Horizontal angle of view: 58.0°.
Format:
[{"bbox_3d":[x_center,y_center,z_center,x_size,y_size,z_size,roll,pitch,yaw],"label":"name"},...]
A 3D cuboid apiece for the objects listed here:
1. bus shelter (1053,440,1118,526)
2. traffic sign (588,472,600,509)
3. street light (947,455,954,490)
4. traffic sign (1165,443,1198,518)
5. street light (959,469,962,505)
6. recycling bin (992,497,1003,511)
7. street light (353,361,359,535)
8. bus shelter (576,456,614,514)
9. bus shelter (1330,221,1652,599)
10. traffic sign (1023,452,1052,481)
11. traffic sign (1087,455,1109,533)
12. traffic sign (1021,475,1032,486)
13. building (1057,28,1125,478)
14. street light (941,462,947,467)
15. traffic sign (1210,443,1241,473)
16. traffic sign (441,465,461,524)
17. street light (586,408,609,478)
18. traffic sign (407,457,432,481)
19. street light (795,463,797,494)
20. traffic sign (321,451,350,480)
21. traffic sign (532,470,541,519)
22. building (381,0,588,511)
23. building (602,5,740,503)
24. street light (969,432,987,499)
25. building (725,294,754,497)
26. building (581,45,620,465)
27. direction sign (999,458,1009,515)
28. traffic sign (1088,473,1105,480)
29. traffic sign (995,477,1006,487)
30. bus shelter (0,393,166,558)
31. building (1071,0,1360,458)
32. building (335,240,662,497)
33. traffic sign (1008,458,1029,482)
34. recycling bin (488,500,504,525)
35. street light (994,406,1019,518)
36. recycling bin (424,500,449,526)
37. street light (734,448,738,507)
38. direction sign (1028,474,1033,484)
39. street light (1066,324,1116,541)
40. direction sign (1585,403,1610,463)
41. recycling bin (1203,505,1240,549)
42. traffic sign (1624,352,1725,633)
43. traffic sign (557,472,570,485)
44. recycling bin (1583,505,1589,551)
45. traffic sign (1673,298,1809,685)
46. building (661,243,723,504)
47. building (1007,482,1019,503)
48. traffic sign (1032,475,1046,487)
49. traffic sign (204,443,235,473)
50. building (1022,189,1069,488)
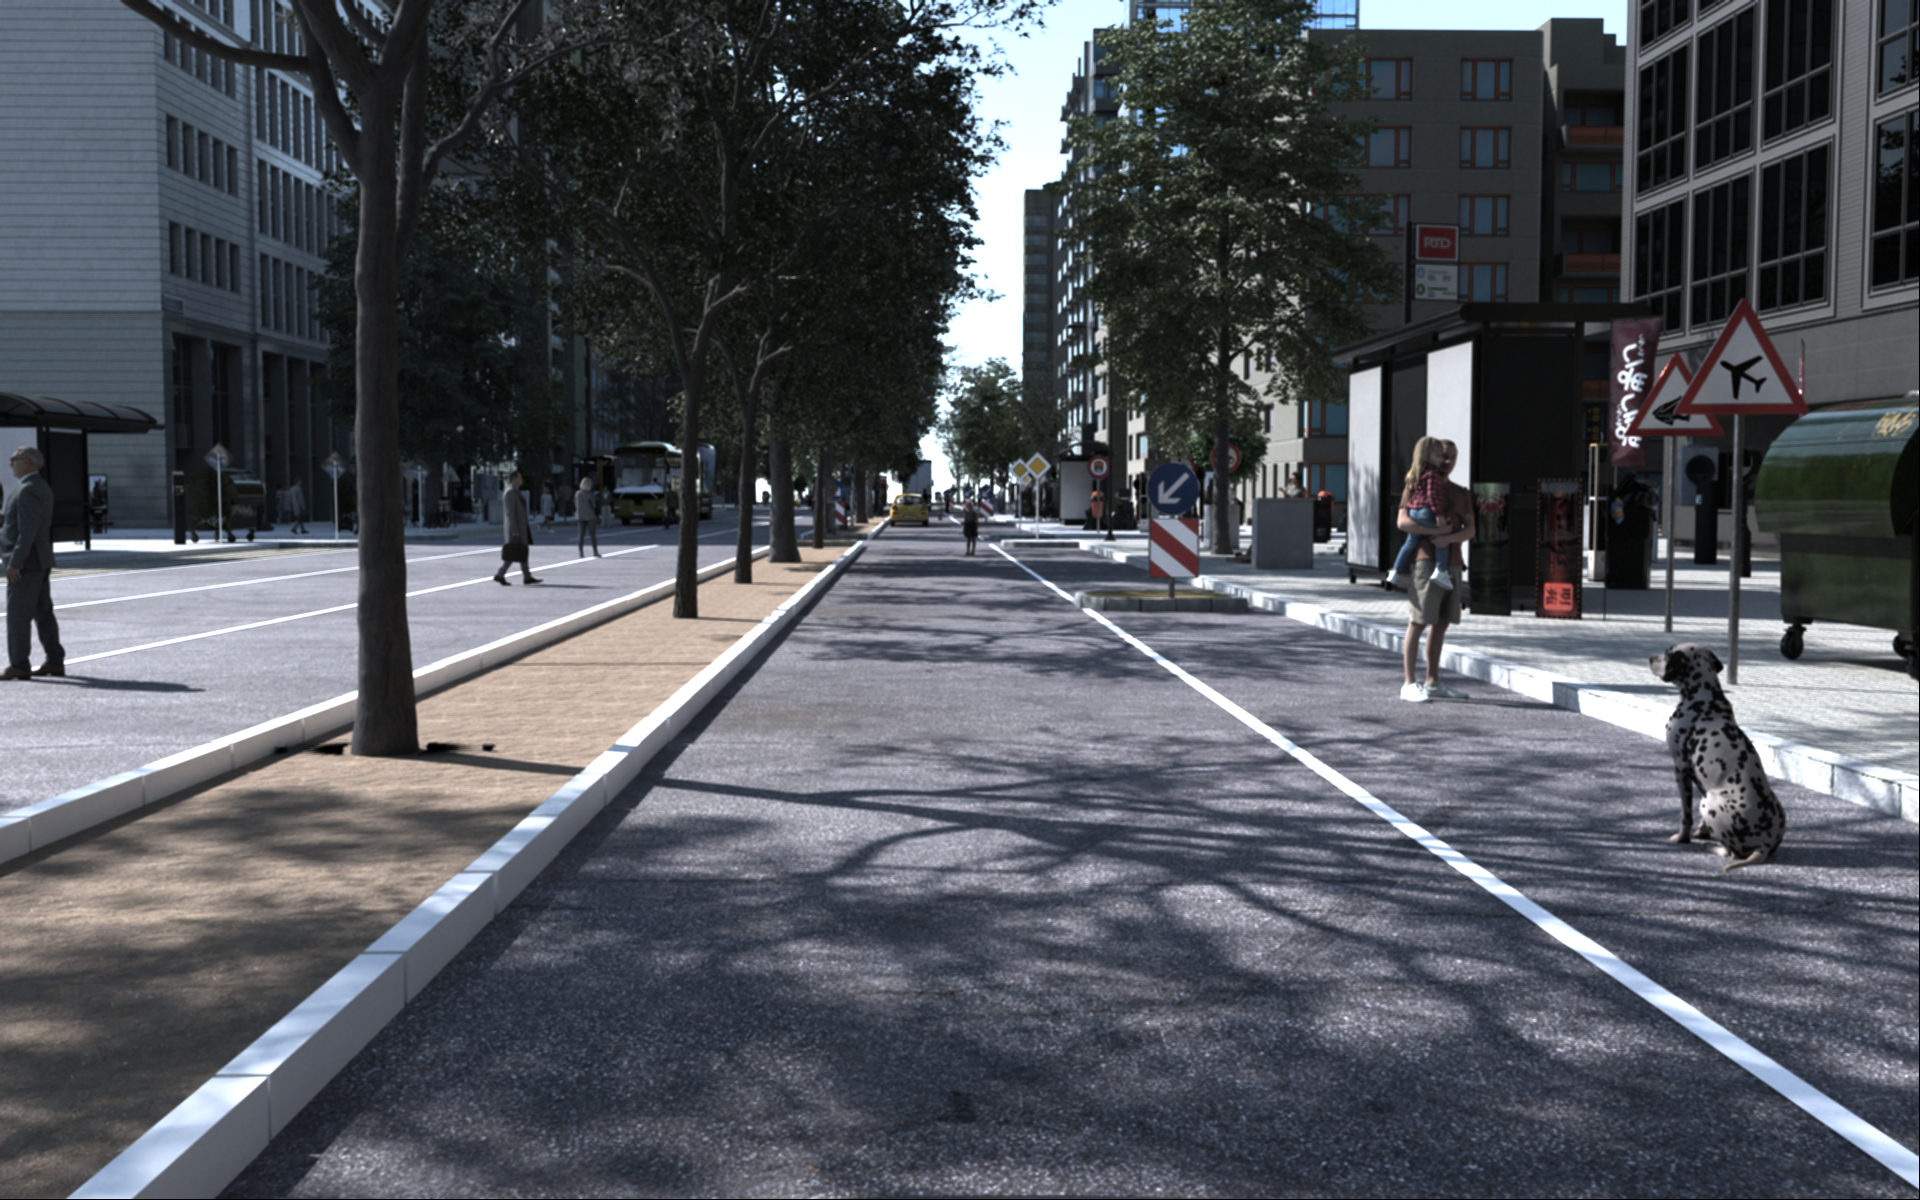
[{"bbox_3d":[4.876,-4.539,68.136,2.014,3.302,5.546,0,4,-2],"label":"bus shelter"},{"bbox_3d":[-20.767,-5.993,98.097,0.768,2.556,0.104,0,4,2],"label":"traffic sign"},{"bbox_3d":[-0.462,-14.347,207.113,1.470,5.913,1.316,0,4,-1],"label":"street light"},{"bbox_3d":[5.171,-2.500,40.872,0.884,2.594,0.081,0,4,3],"label":"traffic sign"},{"bbox_3d":[0.424,-11.970,168.254,1.470,5.913,1.316,0,4,-1],"label":"street light"},{"bbox_3d":[2.825,-7.082,128.340,0.722,1.027,0.722,3,5,41],"label":"recycling bin"},{"bbox_3d":[-18.519,-5.030,54.777,1.470,5.913,1.316,0,4,-1],"label":"street light"},{"bbox_3d":[-22.702,-7.195,108.923,1.731,3.624,6.357,0,4,-1],"label":"bus shelter"},{"bbox_3d":[6.421,-2.792,23.274,2.179,5.291,8.768,0,4,-1],"label":"bus shelter"},{"bbox_3d":[2.142,-2.769,47.470,0.795,2.593,0.064,0,4,-1],"label":"traffic sign"},{"bbox_3d":[4.578,-3.492,57.195,0.768,2.556,0.104,0,4,4],"label":"traffic sign"},{"bbox_3d":[4.084,-6.573,107.204,0.795,2.593,0.064,0,4,-1],"label":"traffic sign"},{"bbox_3d":[22.109,-34.423,182.424,23.786,49.044,30.456,0,4,-1],"label":"building"},{"bbox_3d":[-1.615,-17.013,250.702,1.470,5.913,1.316,0,4,-1],"label":"street light"},{"bbox_3d":[6.497,-2.592,42.480,0.768,2.556,0.104,0,3,0],"label":"traffic sign"},{"bbox_3d":[-21.946,-4.563,74.613,0.884,2.594,0.081,0,4,4],"label":"traffic sign"},{"bbox_3d":[-19.663,-7.414,93.756,1.470,5.913,1.316,0,4,-1],"label":"street light"},{"bbox_3d":[-17.150,-3.229,54.989,0.795,2.593,0.064,0,4,-1],"label":"traffic sign"},{"bbox_3d":[-23.640,-17.233,254.299,1.470,5.913,1.316,0,4,-1],"label":"street light"},{"bbox_3d":[-16.946,-2.741,47.006,0.795,2.593,0.064,0,4,-1],"label":"traffic sign"},{"bbox_3d":[-22.273,-5.535,90.609,0.768,2.556,0.104,0,4,5],"label":"traffic sign"},{"bbox_3d":[-37.821,-27.681,136.181,14.154,41.232,14.086,0,4,-1],"label":"building"},{"bbox_3d":[-43.296,-49.985,255.500,20.563,71.187,20.611,0,4,-1],"label":"building"},{"bbox_3d":[1.441,-9.666,130.580,1.470,5.913,1.316,0,4,-1],"label":"street light"},{"bbox_3d":[-44.644,-39.971,277.229,21.300,48.544,21.600,0,4,-1],"label":"building"},{"bbox_3d":[-37.932,-30.615,150.673,14.600,45.320,14.200,0,4,-1],"label":"building"},{"bbox_3d":[2.747,-7.123,108.462,0.876,3.537,0.379,3,5,45],"label":"direction sign"},{"bbox_3d":[5.153,-3.950,64.693,0.768,2.556,0.104,0,4,-1],"label":"traffic sign"},{"bbox_3d":[2.892,-7.534,123.283,0.768,2.556,0.104,0,4,7],"label":"traffic sign"},{"bbox_3d":[-19.277,-2.652,37.291,2.014,3.302,5.546,0,4,-1],"label":"bus shelter"},{"bbox_3d":[22.323,-51.240,150.443,22.319,86.520,31.000,0,4,-1],"label":"building"},{"bbox_3d":[-47.667,-29.248,170.078,32.217,40.220,23.993,0,4,-1],"label":"building"},{"bbox_3d":[1.939,-3.258,55.453,0.795,2.593,0.064,0,4,-1],"label":"traffic sign"},{"bbox_3d":[-19.429,-3.689,72.865,0.722,1.027,0.722,-1,4,-10],"label":"recycling bin"},{"bbox_3d":[2.479,-7.288,91.705,1.470,5.913,1.316,0,4,-1],"label":"street light"},{"bbox_3d":[-21.054,-3.497,69.730,0.722,1.027,0.722,1,4,17],"label":"recycling bin"},{"bbox_3d":[-21.512,-12.096,170.306,1.470,5.913,1.316,0,4,-1],"label":"street light"},{"bbox_3d":[5.310,-8.477,130.599,0.876,3.537,0.379,-2,4,-24],"label":"direction sign"},{"bbox_3d":[3.586,-4.582,47.463,1.470,5.913,1.316,0,4,-1],"label":"street light"},{"bbox_3d":[15.955,-3.115,42.930,0.876,3.537,0.379,1,4,23],"label":"direction sign"},{"bbox_3d":[6.149,-1.723,40.723,0.722,1.027,0.722,0,4,-4],"label":"recycling bin"},{"bbox_3d":[6.569,-0.977,15.982,0.884,2.594,0.081,0,4,6],"label":"traffic sign"},{"bbox_3d":[-22.377,-5.970,97.711,0.768,2.556,0.104,0,4,5],"label":"traffic sign"},{"bbox_3d":[14.426,-1.654,39.605,0.722,1.027,0.722,-3,4,-37],"label":"recycling bin"},{"bbox_3d":[5.206,-0.710,11.605,0.884,2.594,0.081,0,4,3],"label":"traffic sign"},{"bbox_3d":[-49.027,-33.122,233.430,32.217,40.220,23.993,0,4,-1],"label":"building"},{"bbox_3d":[23.972,-35.828,277.669,32.217,40.220,23.993,0,4,-1],"label":"building"},{"bbox_3d":[4.550,-6.088,99.643,0.768,2.556,0.104,0,4,1],"label":"traffic sign"},{"bbox_3d":[-18.952,-2.727,44.322,0.795,2.593,0.064,0,4,0],"label":"traffic sign"},{"bbox_3d":[15.318,-33.680,234.261,14.154,41.232,14.086,0,4,-1],"label":"building"}]
